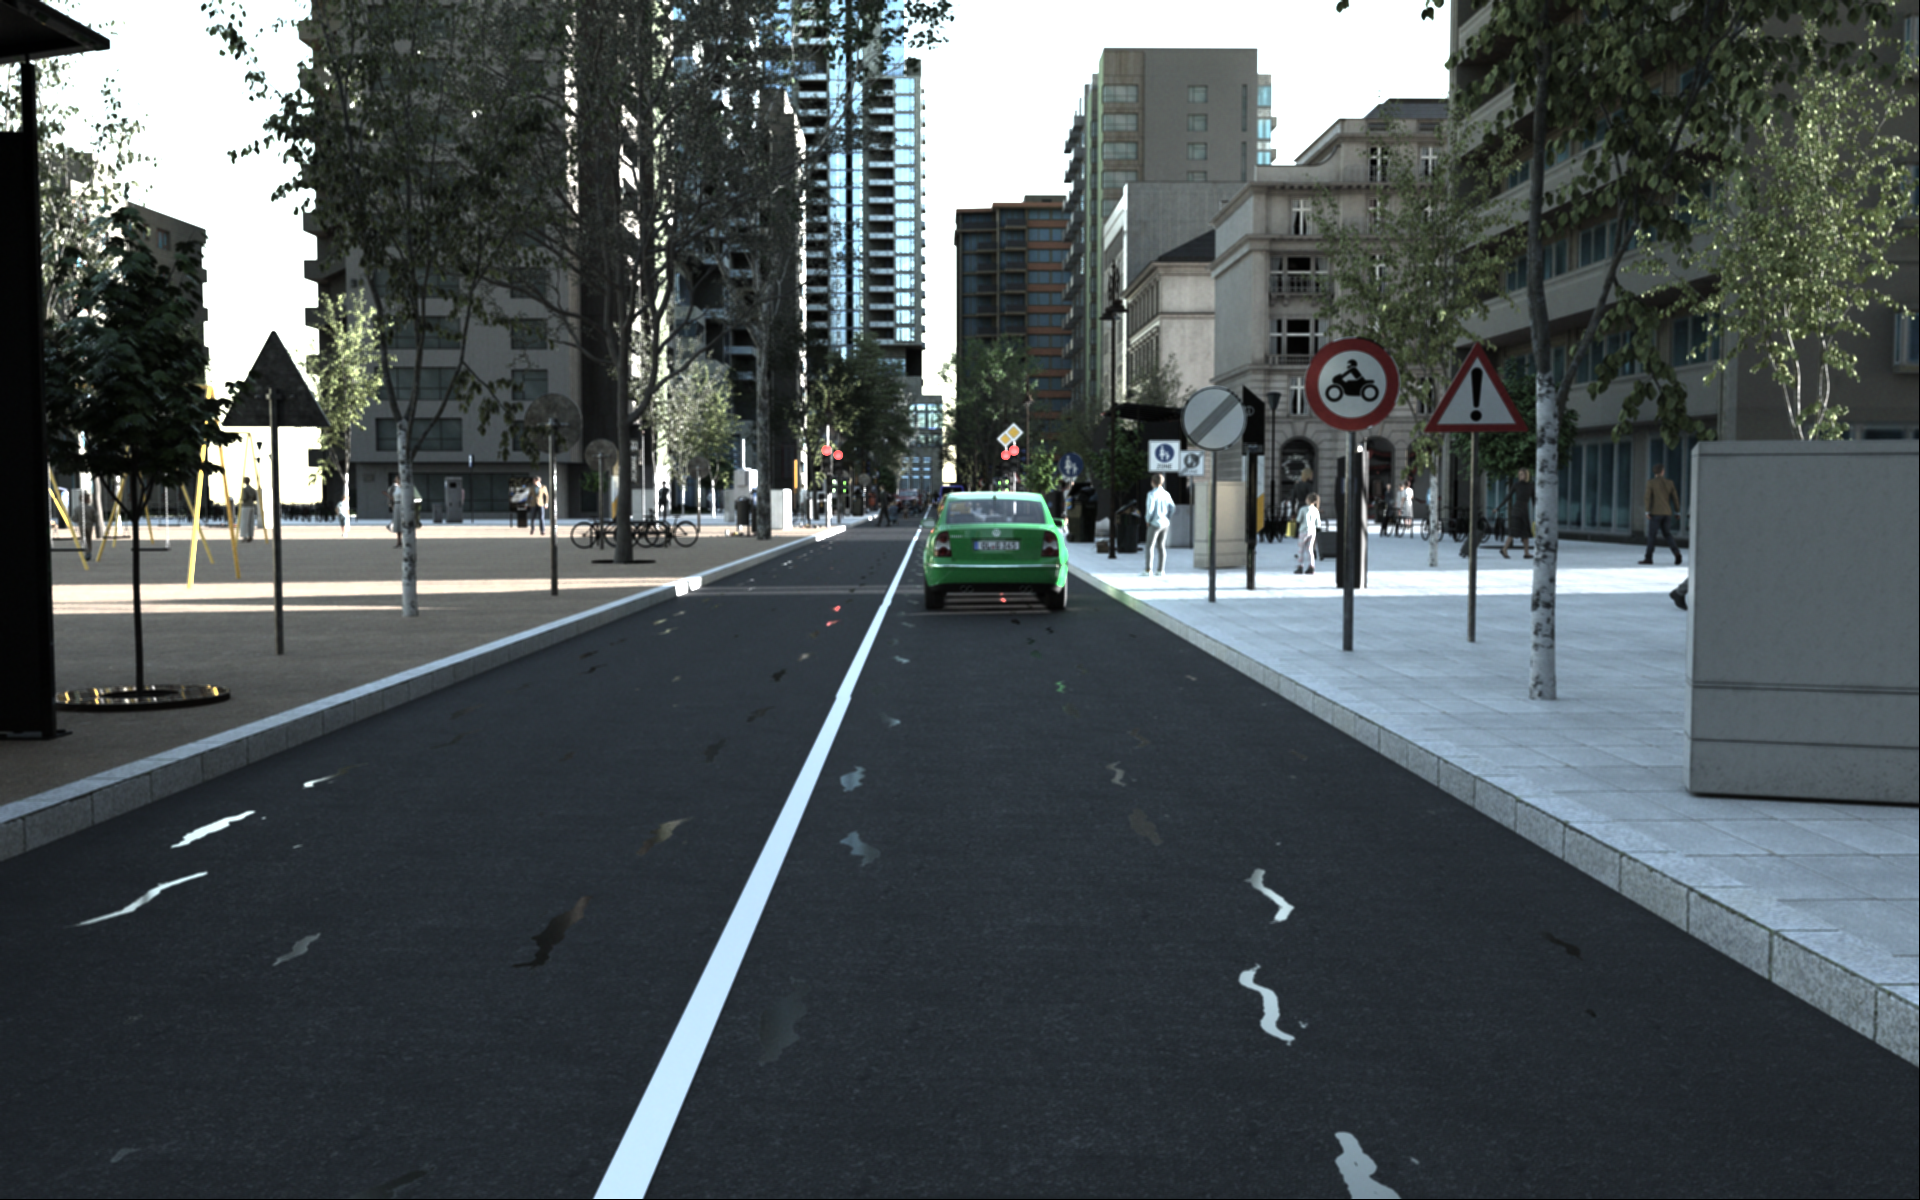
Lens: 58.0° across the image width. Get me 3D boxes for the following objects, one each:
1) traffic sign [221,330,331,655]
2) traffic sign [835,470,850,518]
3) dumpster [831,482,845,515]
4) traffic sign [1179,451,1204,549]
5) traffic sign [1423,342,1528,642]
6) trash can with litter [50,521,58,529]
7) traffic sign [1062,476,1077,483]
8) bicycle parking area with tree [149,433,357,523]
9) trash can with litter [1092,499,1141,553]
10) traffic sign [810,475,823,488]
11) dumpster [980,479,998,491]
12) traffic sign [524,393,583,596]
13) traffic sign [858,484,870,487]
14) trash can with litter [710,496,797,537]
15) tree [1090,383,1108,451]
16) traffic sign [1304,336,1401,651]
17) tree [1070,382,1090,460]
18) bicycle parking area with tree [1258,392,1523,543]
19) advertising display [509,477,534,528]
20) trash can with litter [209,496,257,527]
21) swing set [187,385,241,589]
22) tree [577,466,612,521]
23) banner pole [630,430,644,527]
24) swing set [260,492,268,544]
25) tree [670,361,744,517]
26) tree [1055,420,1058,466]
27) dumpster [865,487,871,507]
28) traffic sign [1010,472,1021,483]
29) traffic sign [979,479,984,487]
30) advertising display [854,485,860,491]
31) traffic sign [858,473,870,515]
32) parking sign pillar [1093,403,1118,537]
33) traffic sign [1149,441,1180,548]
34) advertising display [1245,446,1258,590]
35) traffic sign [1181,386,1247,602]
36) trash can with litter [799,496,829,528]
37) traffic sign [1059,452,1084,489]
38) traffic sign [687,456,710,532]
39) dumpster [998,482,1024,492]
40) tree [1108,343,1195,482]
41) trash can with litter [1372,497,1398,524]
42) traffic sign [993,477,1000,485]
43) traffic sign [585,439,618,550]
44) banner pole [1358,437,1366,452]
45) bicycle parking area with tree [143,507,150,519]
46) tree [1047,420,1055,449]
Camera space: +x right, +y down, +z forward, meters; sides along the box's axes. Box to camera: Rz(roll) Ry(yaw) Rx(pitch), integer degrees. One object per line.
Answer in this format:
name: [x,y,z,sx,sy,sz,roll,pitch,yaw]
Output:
traffic sign: [-5.445,-0.843,13.783,0.884,2.594,0.081,0,4,3]
traffic sign: [-6.208,-5.585,91.419,0.768,2.556,0.104,0,4,5]
dumpster: [-7.419,-6.255,104.763,1.502,2.255,1.985,0,4,-1]
traffic sign: [5.418,-2.351,40.571,0.606,2.300,0.079,0,4,7]
traffic sign: [4.439,-0.915,14.962,0.884,2.594,0.081,0,4,4]
trash can with litter: [-34.158,-3.248,64.487,1.055,1.170,0.624,0,4,-7]
traffic sign: [5.117,-4.965,81.278,0.768,2.556,0.104,0,4,-1]
bicycle parking area with tree: [-32.293,-5.722,80.558,8.231,4.147,9.016,-1,4,-15]
trash can with litter: [3.401,-1.609,37.687,1.055,1.170,0.624,0,4,4]
traffic sign: [-9.453,-6.972,113.998,0.884,2.594,0.081,0,4,6]
dumpster: [2.036,-6.980,116.614,1.502,2.255,1.985,0,4,-1]
traffic sign: [-5.134,-1.330,21.852,0.768,2.556,0.104,0,4,8]
traffic sign: [-6.971,-7.705,125.981,0.884,2.594,0.081,0,4,1]
trash can with litter: [-6.347,-2.507,52.053,2.233,1.210,1.678,3,5,42]
tree: [10.206,-9.468,105.162,4.360,8.622,3.978,0,3,0]
traffic sign: [3.180,-0.857,14.121,0.768,2.556,0.104,0,4,7]
tree: [9.246,-10.003,113.916,4.360,8.622,3.978,0,3,0]
bicycle parking area with tree: [11.393,-3.777,48.754,8.231,4.147,9.016,1,4,13]
advertising display: [-16.760,-3.736,66.293,0.974,1.923,0.123,0,4,-2]
trash can with litter: [-28.335,-3.434,67.198,1.678,1.210,2.233,-3,5,-44]
swing set: [-11.986,-1.651,24.621,3.119,2.851,2.862,-1,4,-10]
tree: [-17.372,-5.445,83.625,1.663,3.219,1.824,0,3,0]
banner pole: [-12.724,-4.789,68.325,0.863,3.779,0.401,1,4,12]
swing set: [-19.037,-2.788,43.197,3.119,2.851,2.862,0,4,-7]
tree: [-13.703,-8.851,95.079,4.737,8.622,4.395,0,3,0]
tree: [9.380,-10.547,122.804,4.737,8.622,4.395,0,3,0]
dumpster: [-7.282,-8.138,138.822,1.264,1.857,1.865,0,4,-1]
traffic sign: [2.467,-5.042,82.439,0.884,2.594,0.081,0,4,3]
traffic sign: [1.895,-8.378,137.079,0.768,2.556,0.104,0,4,1]
advertising display: [-7.637,-7.613,129.682,0.974,1.923,0.123,2,4,29]
traffic sign: [-5.903,-6.515,106.631,0.768,2.556,0.104,0,4,3]
parking sign pillar: [4.460,-3.876,51.852,1.447,3.967,1.447,-2,4,-24]
traffic sign: [3.885,-1.887,32.976,0.606,2.300,0.079,0,4,1]
advertising display: [3.956,-1.121,23.537,0.123,1.923,0.974,0,4,8]
traffic sign: [3.001,-1.249,20.532,0.768,2.556,0.104,0,4,6]
trash can with litter: [-5.810,-3.336,65.596,1.678,1.210,2.233,0,4,-6]
traffic sign: [3.401,-3.239,53.067,0.768,2.556,0.104,0,4,3]
traffic sign: [-8.824,-3.570,58.474,0.768,2.556,0.104,0,4,0]
dumpster: [2.416,-4.549,80.133,1.264,1.857,1.865,0,4,-1]
tree: [9.752,-8.188,84.238,4.360,8.622,3.978,0,3,0]
trash can with litter: [18.509,-3.916,75.413,1.055,1.170,0.624,0,4,-4]
traffic sign: [2.642,-7.952,130.118,0.768,2.556,0.104,0,4,2]
traffic sign: [-8.275,-2.437,39.957,0.768,2.556,0.104,0,4,1]
banner pole: [17.732,-5.287,76.466,0.401,3.779,0.863,3,5,41]
bicycle parking area with tree: [-38.492,-6.401,91.654,9.016,4.147,8.231,1,4,20]
tree: [9.761,-11.640,140.681,4.737,8.622,4.395,0,3,0]
